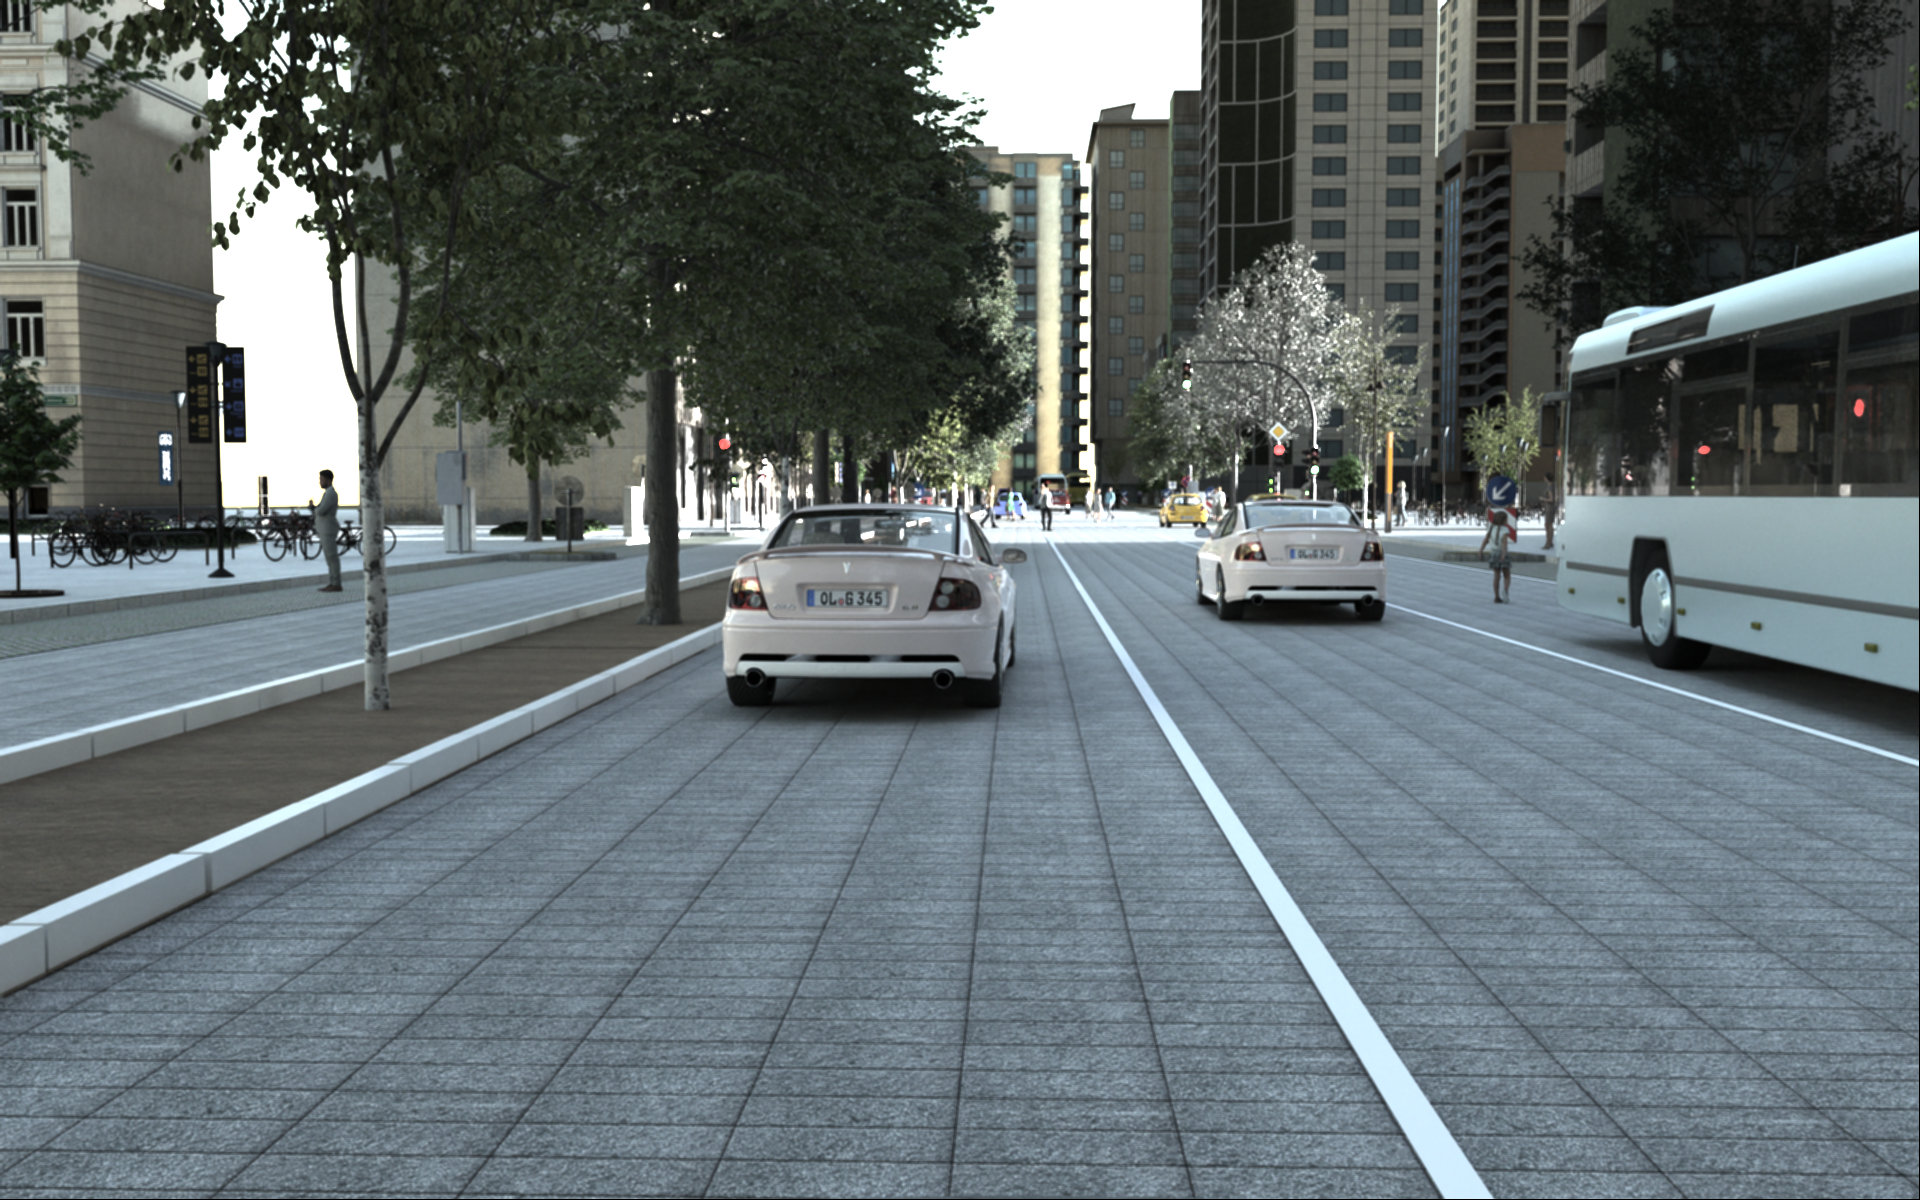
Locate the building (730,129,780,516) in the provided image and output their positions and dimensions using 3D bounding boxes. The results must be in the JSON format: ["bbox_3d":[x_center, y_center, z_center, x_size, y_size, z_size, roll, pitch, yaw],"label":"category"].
[{"bbox_3d":[-17.999,-18.701,103.026,12.463,27.353,25.104,0,4,2],"label":"building"}]

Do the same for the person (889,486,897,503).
[{"bbox_3d":[-3.361,-4.958,89.540,0.580,1.828,0.573,1,4,14],"label":"person"}]

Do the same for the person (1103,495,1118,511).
[{"bbox_3d":[12.936,-8.594,149.102,1.350,1.814,0.705,0,4,-1],"label":"person"}]

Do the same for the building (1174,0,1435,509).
[{"bbox_3d":[31.160,-44.108,159.415,20.563,71.187,20.611,0,4,2],"label":"building"}]

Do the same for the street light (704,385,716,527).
[{"bbox_3d":[-9.789,-5.828,68.076,0.468,5.910,1.993,0,4,2],"label":"street light"}]

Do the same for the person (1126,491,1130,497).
[{"bbox_3d":[20.578,-12.689,214.296,1.217,1.735,0.721,-3,4,-38],"label":"person"}]

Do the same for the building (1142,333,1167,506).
[{"bbox_3d":[35.996,-21.728,200.287,27.650,21.520,28.899,0,4,2],"label":"building"}]

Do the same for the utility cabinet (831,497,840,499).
[{"bbox_3d":[-8.510,-6.708,118.347,0.318,1.500,1.173,-1,4,-20],"label":"utility cabinet"}]

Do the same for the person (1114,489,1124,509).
[{"bbox_3d":[14.779,-9.461,162.823,1.348,1.869,0.705,0,4,-1],"label":"person"}]

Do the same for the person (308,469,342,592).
[{"bbox_3d":[-9.313,-1.020,25.361,0.466,1.800,0.511,-3,5,-39],"label":"person"}]

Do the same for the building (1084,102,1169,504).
[{"bbox_3d":[31.536,-39.875,241.189,27.495,52.752,28.713,0,4,2],"label":"building"}]

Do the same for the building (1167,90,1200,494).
[{"bbox_3d":[28.293,-30.269,178.489,14.154,41.232,14.086,0,4,2],"label":"building"}]

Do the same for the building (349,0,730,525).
[{"bbox_3d":[-18.356,-16.032,80.151,12.078,24.808,19.932,0,4,2],"label":"building"}]

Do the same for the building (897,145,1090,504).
[{"bbox_3d":[2.468,-37.981,240.597,30.456,49.044,23.786,0,4,2],"label":"building"}]

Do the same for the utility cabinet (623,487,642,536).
[{"bbox_3d":[-9.840,-2.657,52.113,0.318,1.500,1.173,0,4,3],"label":"utility cabinet"}]

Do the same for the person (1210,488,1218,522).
[{"bbox_3d":[13.079,-4.882,88.883,0.480,1.755,0.524,1,4,22],"label":"person"}]

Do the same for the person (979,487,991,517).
[{"bbox_3d":[1.568,-6.092,107.944,0.795,1.843,0.661,0,4,-4],"label":"person"}]

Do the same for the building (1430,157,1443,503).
[{"bbox_3d":[56.119,-37.519,237.140,21.600,48.544,21.300,0,4,2],"label":"building"}]

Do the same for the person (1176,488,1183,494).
[{"bbox_3d":[13.399,-5.961,106.227,0.793,1.790,0.793,0,4,7],"label":"person"}]

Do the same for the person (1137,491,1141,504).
[{"bbox_3d":[22.666,-13.034,219.017,0.709,1.838,0.599,1,4,23],"label":"person"}]

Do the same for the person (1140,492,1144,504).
[{"bbox_3d":[22.926,-12.978,218.102,0.709,1.838,0.599,1,4,16],"label":"person"}]

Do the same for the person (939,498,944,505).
[{"bbox_3d":[-0.734,-3.616,72.300,0.352,1.250,0.332,3,5,42],"label":"person"}]

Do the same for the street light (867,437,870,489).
[{"bbox_3d":[-7.363,-10.132,138.450,0.468,5.910,1.993,0,4,2],"label":"street light"}]

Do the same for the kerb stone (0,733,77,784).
[{"bbox_3d":[-4.750,0.818,8.819,0.120,0.150,1.000,0,4,2],"label":"kerb stone"}]

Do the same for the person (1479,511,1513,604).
[{"bbox_3d":[7.026,-0.565,22.757,0.505,1.210,0.382,3,5,44],"label":"person"}]

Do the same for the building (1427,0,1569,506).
[{"bbox_3d":[77.196,-48.743,235.203,20.611,71.187,20.563,0,4,2],"label":"building"}]

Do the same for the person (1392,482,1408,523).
[{"bbox_3d":[19.539,-4.335,76.904,0.713,1.824,0.794,1,4,19],"label":"person"}]

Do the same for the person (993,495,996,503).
[{"bbox_3d":[3.878,-12.037,205.237,0.705,1.831,1.348,-3,4,-36],"label":"person"}]

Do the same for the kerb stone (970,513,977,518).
[{"bbox_3d":[0.865,-5.348,109.641,0.120,0.150,1.000,0,4,2],"label":"kerb stone"}]

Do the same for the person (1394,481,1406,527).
[{"bbox_3d":[17.327,-3.798,68.321,0.526,1.800,0.537,1,4,20],"label":"person"}]

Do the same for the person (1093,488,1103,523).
[{"bbox_3d":[6.730,-4.610,84.626,0.466,1.731,0.760,0,4,6],"label":"person"}]

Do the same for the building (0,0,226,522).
[{"bbox_3d":[-46.026,-17.865,77.998,20.117,28.700,13.634,0,4,2],"label":"building"}]

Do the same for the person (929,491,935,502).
[{"bbox_3d":[-1.824,-6.583,116.347,0.699,1.804,1.509,-1,4,-21],"label":"person"}]

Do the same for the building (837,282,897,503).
[{"bbox_3d":[-15.180,-34.151,208.474,14.200,45.320,14.600,0,4,2],"label":"building"}]

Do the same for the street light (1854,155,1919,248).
[{"bbox_3d":[12.828,-3.121,23.808,0.468,5.910,1.993,0,4,2],"label":"street light"}]

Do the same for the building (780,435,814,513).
[{"bbox_3d":[-16.314,-18.147,125.580,11.050,23.489,19.941,0,4,2],"label":"building"}]

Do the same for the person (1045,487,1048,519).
[{"bbox_3d":[4.979,-5.629,100.630,0.679,1.850,0.850,2,4,31],"label":"person"}]

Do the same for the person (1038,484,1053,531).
[{"bbox_3d":[3.331,-3.581,67.230,0.592,1.802,0.473,0,4,1],"label":"person"}]

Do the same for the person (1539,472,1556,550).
[{"bbox_3d":[13.568,-2.055,39.981,0.374,1.781,0.599,2,4,25],"label":"person"}]

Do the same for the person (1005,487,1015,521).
[{"bbox_3d":[2.683,-5.139,92.768,0.529,1.795,0.600,1,4,13],"label":"person"}]

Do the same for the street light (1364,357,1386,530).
[{"bbox_3d":[14.040,-5.252,58.665,0.468,5.910,1.993,0,4,2],"label":"street light"}]

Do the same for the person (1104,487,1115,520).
[{"bbox_3d":[8.399,-5.394,96.546,0.748,1.841,0.638,-2,4,-33],"label":"person"}]

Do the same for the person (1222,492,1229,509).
[{"bbox_3d":[23.116,-8.665,150.940,0.697,1.427,0.421,0,4,-5],"label":"person"}]

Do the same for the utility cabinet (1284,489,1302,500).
[{"bbox_3d":[14.583,-4.033,74.621,1.173,1.500,0.318,0,4,-1],"label":"utility cabinet"}]

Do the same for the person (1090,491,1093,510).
[{"bbox_3d":[11.487,-8.750,152.285,0.721,1.735,1.217,0,4,-4],"label":"person"}]

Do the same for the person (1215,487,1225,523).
[{"bbox_3d":[12.801,-4.685,85.323,0.478,1.798,0.641,1,4,8],"label":"person"}]

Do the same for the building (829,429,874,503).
[{"bbox_3d":[-25.369,-29.618,176.130,32.217,40.220,23.993,0,4,2],"label":"building"}]

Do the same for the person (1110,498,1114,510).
[{"bbox_3d":[13.379,-8.821,153.660,0.756,1.711,0.436,-1,4,-22],"label":"person"}]

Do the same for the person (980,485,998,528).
[{"bbox_3d":[1.255,-4.021,74.148,0.836,1.842,0.656,0,4,-3],"label":"person"}]

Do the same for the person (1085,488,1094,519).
[{"bbox_3d":[7.484,-5.587,100.072,0.478,1.798,0.641,-3,5,-39],"label":"person"}]

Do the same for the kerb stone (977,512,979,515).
[{"bbox_3d":[0.975,-5.536,112.716,0.120,0.150,1.000,0,4,2],"label":"kerb stone"}]

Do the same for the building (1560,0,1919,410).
[{"bbox_3d":[24.399,-16.906,48.110,14.160,30.474,14.107,0,4,2],"label":"building"}]

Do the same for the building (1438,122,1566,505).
[{"bbox_3d":[65.796,-33.963,205.403,14.200,45.320,14.600,0,4,2],"label":"building"}]

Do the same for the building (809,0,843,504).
[{"bbox_3d":[-20.315,-43.699,152.735,20.563,71.187,20.611,0,4,2],"label":"building"}]

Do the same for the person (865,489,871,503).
[{"bbox_3d":[-6.001,-6.469,114.947,0.598,1.740,0.731,0,4,2],"label":"person"}]

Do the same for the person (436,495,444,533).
[{"bbox_3d":[-16.809,-3.076,56.538,0.606,1.804,0.583,-1,4,-10],"label":"person"}]
